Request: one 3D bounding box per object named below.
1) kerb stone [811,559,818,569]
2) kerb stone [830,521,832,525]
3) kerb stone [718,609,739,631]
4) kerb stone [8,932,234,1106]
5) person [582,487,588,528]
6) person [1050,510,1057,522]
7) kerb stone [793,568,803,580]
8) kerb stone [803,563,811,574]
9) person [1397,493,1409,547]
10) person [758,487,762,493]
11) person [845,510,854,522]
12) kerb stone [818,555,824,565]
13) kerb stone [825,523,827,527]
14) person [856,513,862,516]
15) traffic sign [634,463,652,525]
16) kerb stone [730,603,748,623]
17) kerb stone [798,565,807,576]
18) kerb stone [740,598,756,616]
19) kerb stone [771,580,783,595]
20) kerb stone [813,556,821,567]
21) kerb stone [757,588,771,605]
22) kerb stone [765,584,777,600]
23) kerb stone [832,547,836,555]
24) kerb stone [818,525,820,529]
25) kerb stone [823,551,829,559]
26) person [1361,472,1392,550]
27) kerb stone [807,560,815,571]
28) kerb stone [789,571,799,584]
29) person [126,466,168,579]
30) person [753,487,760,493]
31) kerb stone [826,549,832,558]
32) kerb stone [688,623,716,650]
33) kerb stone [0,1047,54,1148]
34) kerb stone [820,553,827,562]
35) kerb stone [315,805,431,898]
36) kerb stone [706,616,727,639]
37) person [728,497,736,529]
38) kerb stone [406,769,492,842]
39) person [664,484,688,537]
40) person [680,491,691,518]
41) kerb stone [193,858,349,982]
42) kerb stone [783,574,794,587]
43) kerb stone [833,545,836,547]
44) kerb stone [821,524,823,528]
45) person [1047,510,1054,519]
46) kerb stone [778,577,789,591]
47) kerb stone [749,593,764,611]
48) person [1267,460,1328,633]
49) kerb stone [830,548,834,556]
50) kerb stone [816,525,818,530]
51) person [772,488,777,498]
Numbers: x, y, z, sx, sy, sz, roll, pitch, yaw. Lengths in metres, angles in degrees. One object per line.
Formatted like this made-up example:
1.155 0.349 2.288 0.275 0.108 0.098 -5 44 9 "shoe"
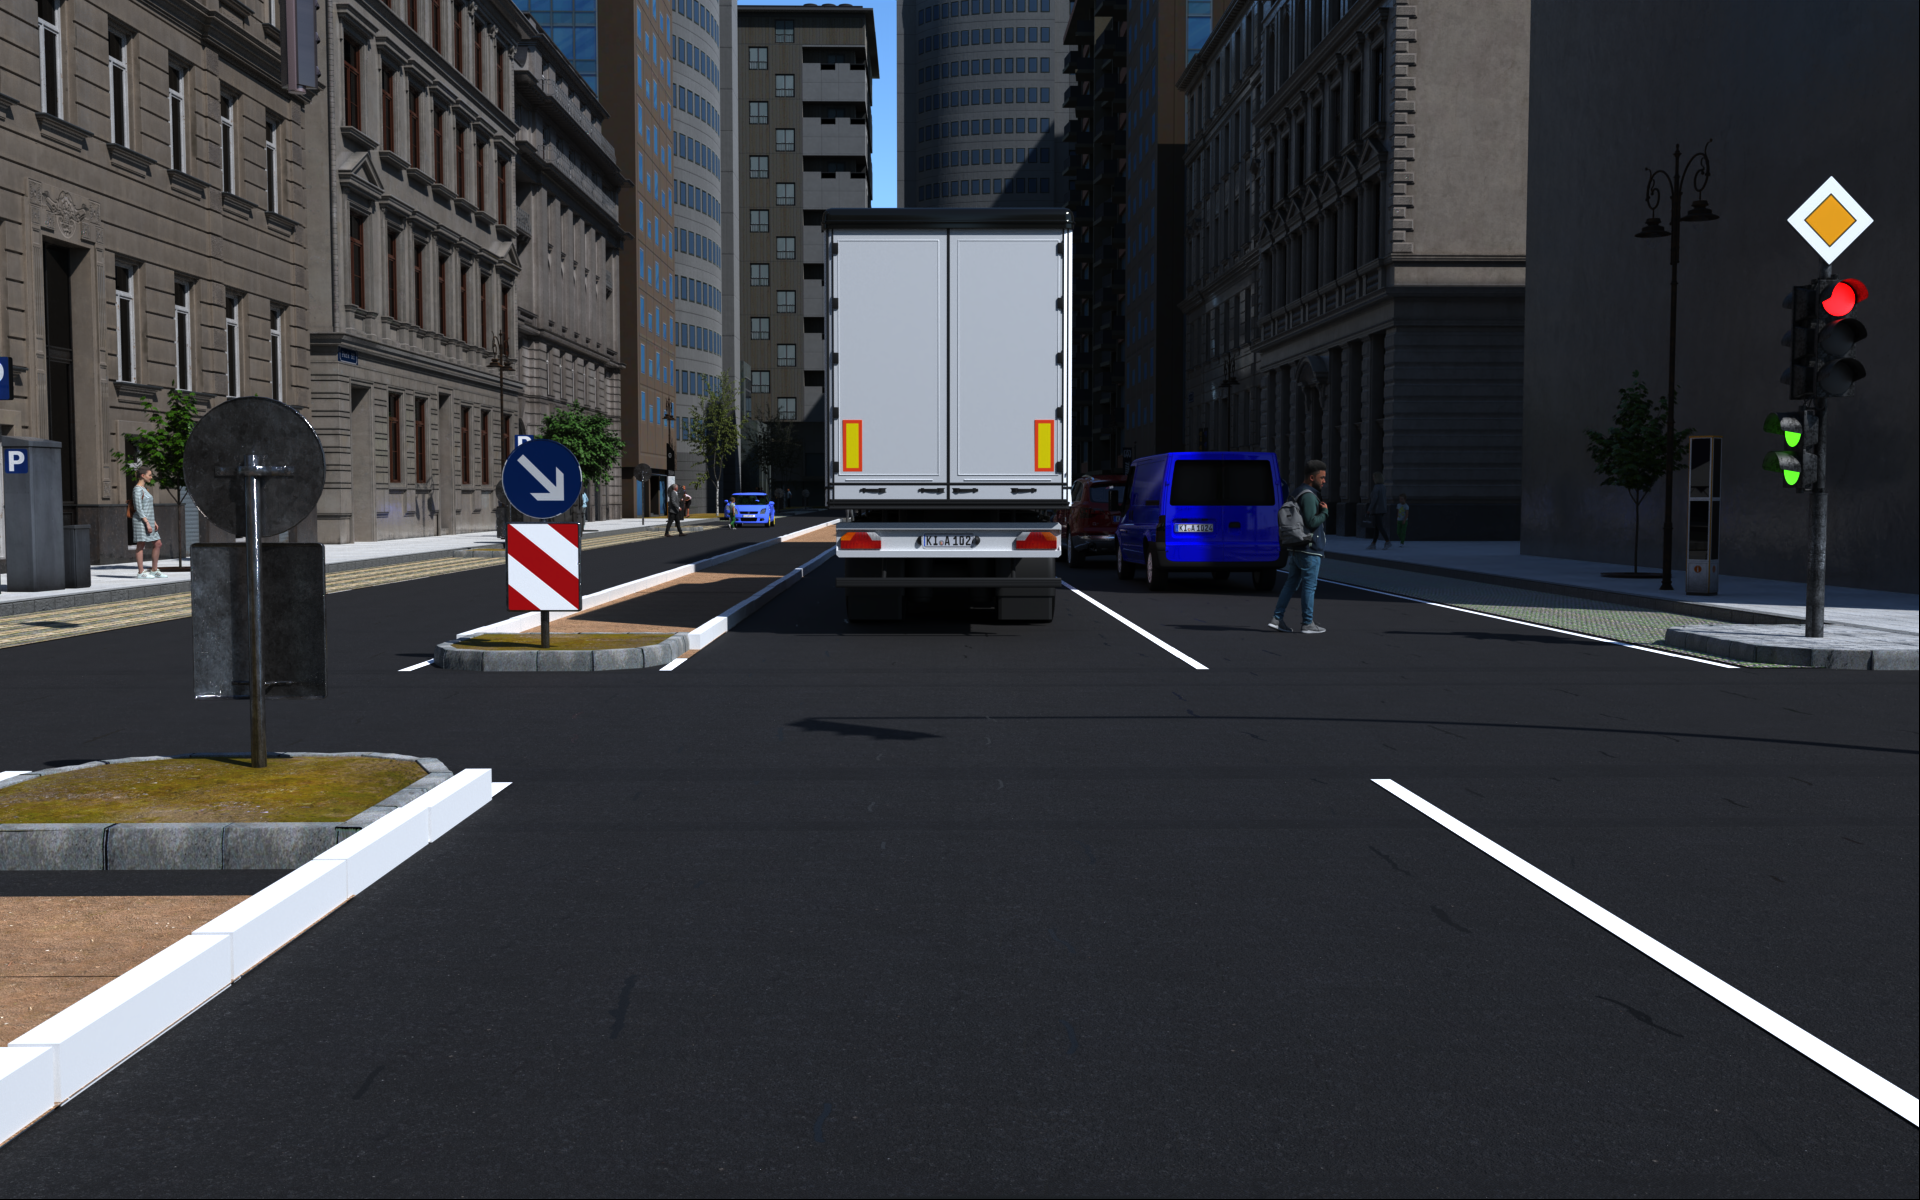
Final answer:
-2.823 -0.642 32.753 0.120 0.150 1.000 0 4 -1 "kerb stone"
-5.972 -3.400 77.846 0.120 0.150 1.000 0 4 -1 "kerb stone"
-2.495 0.231 18.414 0.120 0.150 1.000 0 4 -1 "kerb stone"
-2.174 1.080 4.545 0.120 0.150 1.000 0 4 -1 "kerb stone"
-14.480 -3.578 66.360 0.330 1.601 0.589 2 4 26 "person"
3.013 -2.523 55.256 0.738 1.151 1.012 2 4 32 "person"
-2.728 -0.394 28.654 0.120 0.150 1.000 0 4 -1 "kerb stone"
-2.784 -0.519 30.702 0.120 0.150 1.000 0 4 -1 "kerb stone"
10.743 -1.941 42.028 0.306 1.304 0.590 2 4 24 "person"
-16.274 -8.197 140.002 1.348 1.831 0.705 -2 4 -23 "person"
-4.859 -4.008 75.846 0.589 1.601 0.330 -2 4 -25 "person"
-2.866 -0.769 34.800 0.120 0.150 1.000 0 4 -1 "kerb stone"
-5.877 -3.153 73.753 0.120 0.150 1.000 0 4 -1 "kerb stone"
-6.201 -6.032 107.090 0.705 1.831 1.348 3 4 39 "person"
-13.138 -4.381 71.728 0.768 2.556 0.104 0 4 6 "traffic sign"
-2.522 0.169 19.436 0.120 0.150 1.000 0 4 -1 "kerb stone"
-2.765 -0.457 29.675 0.120 0.150 1.000 0 4 -1 "kerb stone"
-2.543 0.106 20.458 0.120 0.150 1.000 0 4 -1 "kerb stone"
-2.644 -0.145 24.561 0.120 0.150 1.000 0 4 -1 "kerb stone"
-2.847 -0.708 33.778 0.120 0.150 1.000 0 4 -1 "kerb stone"
-2.593 -0.016 22.511 0.120 0.150 1.000 0 4 -1 "kerb stone"
-2.617 -0.077 23.536 0.120 0.150 1.000 0 4 -1 "kerb stone"
-2.992 -1.082 39.914 0.120 0.150 1.000 0 4 -1 "kerb stone"
-5.756 -2.839 68.618 0.120 0.150 1.000 0 4 -1 "kerb stone"
-2.921 -0.896 36.844 0.120 0.150 1.000 0 4 -1 "kerb stone"
9.637 -2.064 39.978 0.728 1.800 0.709 3 5 41 "person"
-2.802 -0.583 31.731 0.120 0.150 1.000 0 4 -1 "kerb stone"
-2.707 -0.329 27.632 0.120 0.150 1.000 0 4 -1 "kerb stone"
-12.371 -1.176 26.273 0.522 1.701 0.512 -1 4 -12 "person"
-15.582 -7.744 132.664 1.348 1.822 0.705 -1 4 -18 "person"
-2.947 -0.958 37.865 0.120 0.150 1.000 0 4 -1 "kerb stone"
-2.450 0.358 16.350 0.120 0.150 1.000 0 4 -1 "kerb stone"
-2.155 1.142 3.524 0.120 0.150 1.000 0 4 -1 "kerb stone"
-2.895 -0.833 35.822 0.120 0.150 1.000 0 4 -1 "kerb stone"
-2.226 0.954 6.593 0.120 0.150 1.000 0 4 -1 "kerb stone"
-2.476 0.295 17.379 0.120 0.150 1.000 0 4 -1 "kerb stone"
-9.220 -3.503 70.026 0.306 1.304 0.590 2 4 26 "person"
-2.242 0.895 7.615 0.120 0.150 1.000 0 4 -1 "kerb stone"
-9.512 -3.007 58.061 0.834 1.777 0.661 -1 4 -23 "person"
-14.896 -5.186 94.029 0.628 1.438 0.799 -1 4 -8 "person"
-2.200 1.017 5.571 0.120 0.150 1.000 0 4 -1 "kerb stone"
-2.680 -0.270 26.610 0.120 0.150 1.000 0 4 -1 "kerb stone"
-3.011 -1.142 40.941 0.120 0.150 1.000 0 4 -1 "kerb stone"
-5.799 -2.957 70.671 0.120 0.150 1.000 0 4 -1 "kerb stone"
4.158 -4.382 80.891 0.466 1.731 0.760 -2 4 -32 "person"
-2.663 -0.207 25.588 0.120 0.150 1.000 0 4 -1 "kerb stone"
-2.564 0.051 21.480 0.120 0.150 1.000 0 4 -1 "kerb stone"
3.551 -0.548 17.815 0.721 1.781 0.623 -1 4 -22 "person"
-2.979 -1.021 38.891 0.120 0.150 1.000 0 4 -1 "kerb stone"
-5.727 -2.774 67.596 0.120 0.150 1.000 0 4 -1 "kerb stone"
-16.682 -9.266 157.628 0.705 1.812 1.348 -3 4 -38 "person"
